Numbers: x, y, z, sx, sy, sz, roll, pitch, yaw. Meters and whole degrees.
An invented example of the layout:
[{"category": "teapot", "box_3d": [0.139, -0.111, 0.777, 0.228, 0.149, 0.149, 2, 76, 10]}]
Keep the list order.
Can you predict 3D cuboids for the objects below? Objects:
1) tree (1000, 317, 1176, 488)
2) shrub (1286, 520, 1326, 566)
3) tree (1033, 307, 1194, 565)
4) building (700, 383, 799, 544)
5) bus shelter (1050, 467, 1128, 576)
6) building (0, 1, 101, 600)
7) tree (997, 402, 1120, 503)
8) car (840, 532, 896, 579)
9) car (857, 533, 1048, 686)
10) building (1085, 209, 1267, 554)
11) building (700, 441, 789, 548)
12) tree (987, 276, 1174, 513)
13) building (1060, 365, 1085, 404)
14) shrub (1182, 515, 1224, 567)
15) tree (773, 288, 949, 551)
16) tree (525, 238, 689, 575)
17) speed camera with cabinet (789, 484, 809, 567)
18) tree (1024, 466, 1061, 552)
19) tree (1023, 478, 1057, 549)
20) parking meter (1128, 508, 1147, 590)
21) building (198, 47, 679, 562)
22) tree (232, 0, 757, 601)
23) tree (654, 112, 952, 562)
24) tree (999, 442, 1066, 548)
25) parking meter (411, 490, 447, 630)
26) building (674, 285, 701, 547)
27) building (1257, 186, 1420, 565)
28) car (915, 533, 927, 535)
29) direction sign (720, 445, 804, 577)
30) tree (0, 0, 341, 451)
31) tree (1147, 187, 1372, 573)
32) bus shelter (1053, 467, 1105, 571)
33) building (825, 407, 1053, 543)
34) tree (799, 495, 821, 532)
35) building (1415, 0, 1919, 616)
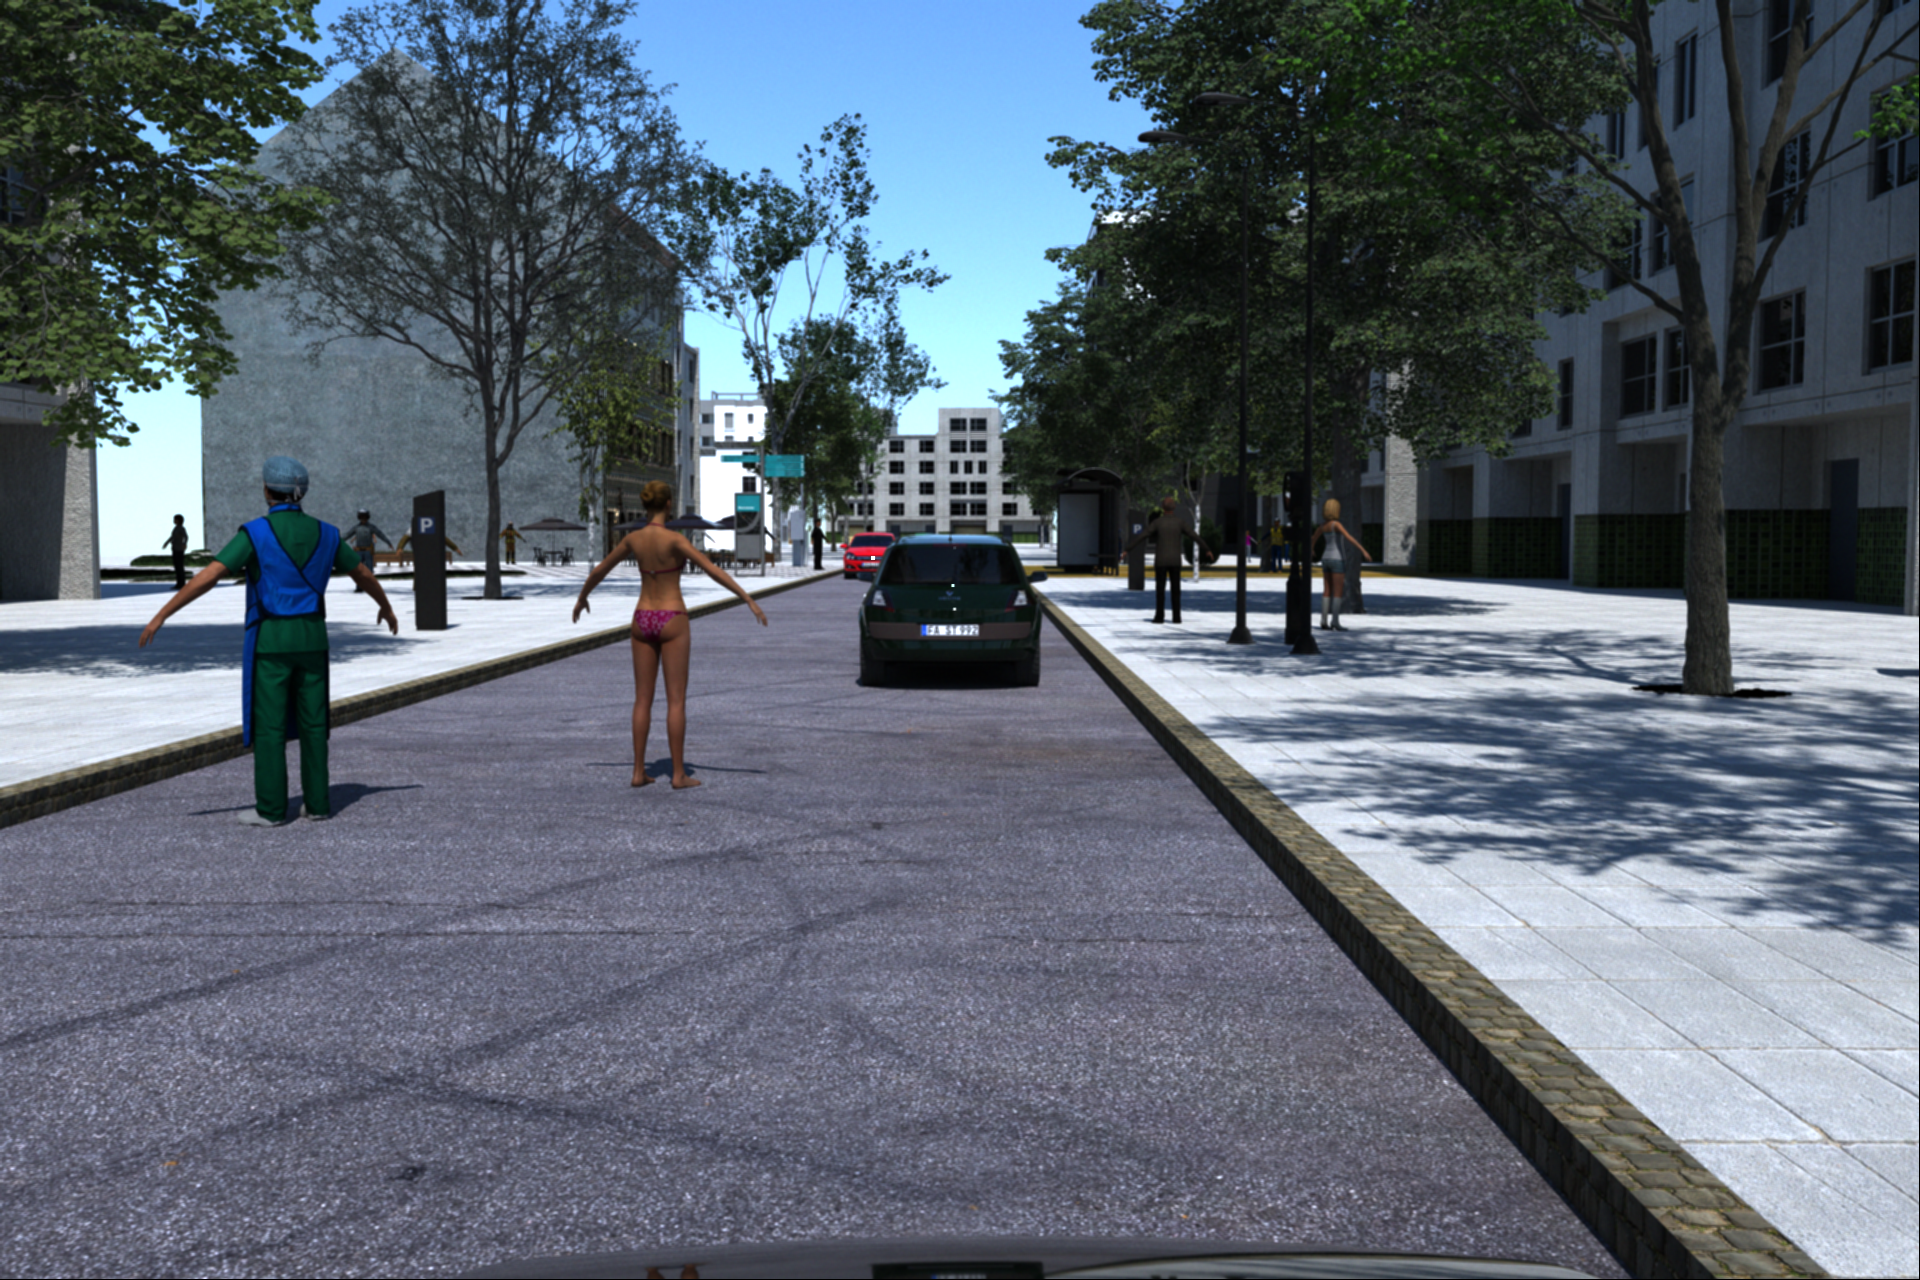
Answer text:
[{"category": "tree", "box_3d": [7.267, -11.270, 94.636, 12.009, 13.543, 11.850, 0, 3, 0]}, {"category": "shrub", "box_3d": [14.065, -4.035, 70.387, 1.690, 2.028, 1.600, 0, 3, 0]}, {"category": "tree", "box_3d": [6.811, -8.406, 71.844, 8.767, 10.594, 7.601, 1, 4, 20]}, {"category": "building", "box_3d": [-26.451, -22.074, 217.333, 16.016, 20.090, 11.380, 0, 4, 0]}, {"category": "bus shelter", "box_3d": [4.061, -3.755, 55.324, 2.014, 3.302, 5.546, 0, 4, -1]}, {"category": "building", "box_3d": [-25.328, -9.257, 17.809, 16.747, 18.905, 31.486, 0, 4, 0]}, {"category": "tree", "box_3d": [6.341, -10.482, 105.787, 8.767, 10.594, 7.601, 0, 4, 6]}, {"category": "car", "box_3d": [-2.803, -2.903, 56.497, 2.155, 1.783, 4.494, 0, 3, 0]}, {"category": "car", "box_3d": [-0.083, -0.486, 17.735, 2.009, 1.686, 4.222, 0, 4, 0]}, {"category": "building", "box_3d": [22.833, -17.207, 125.303, 27.936, 21.610, 32.646, 0, 4, 1]}, {"category": "building", "box_3d": [-21.312, -13.987, 170.840, 9.099, 9.664, 28.070, 0, 4, 1]}, {"category": "tree", "box_3d": [6.444, -10.812, 83.438, 9.857, 13.997, 8.962, 0, 3, 0]}, {"category": "building", "box_3d": [26.126, -22.614, 213.716, 27.936, 21.610, 32.646, 0, 4, 0]}, {"category": "shrub", "box_3d": [9.357, -3.836, 66.767, 1.661, 2.075, 1.752, 0, 3, 0]}, {"category": "tree", "box_3d": [-7.635, -16.968, 133.308, 12.611, 20.169, 13.585, 0, 3, 0]}, {"category": "tree", "box_3d": [-9.239, -5.742, 44.245, 4.737, 8.622, 4.395, 0, 3, 0]}, {"category": "speed camera with cabinet", "box_3d": [-6.371, -4.541, 68.580, 0.660, 3.252, 2.038, 0, 3, 0]}, {"category": "tree", "box_3d": [6.508, -10.546, 122.784, 4.360, 8.622, 3.978, 0, 3, 0]}, {"category": "tree", "box_3d": [7.263, -12.096, 148.128, 4.737, 8.622, 4.395, 0, 3, 0]}, {"category": "parking meter", "box_3d": [4.041, -2.063, 39.435, 0.399, 1.863, 0.255, 0, 4, 1]}, {"category": "building", "box_3d": [-25.284, -15.708, 87.756, 19.493, 23.208, 18.063, 0, 4, 1]}, {"category": "tree", "box_3d": [-9.026, -7.537, 33.598, 12.009, 13.543, 11.850, 0, 3, 0]}, {"category": "tree", "box_3d": [-7.147, -13.561, 77.617, 12.611, 20.169, 13.585, 0, 3, 0]}, {"category": "tree", "box_3d": [7.621, -14.168, 157.404, 9.928, 11.665, 9.643, 0, 3, 0]}, {"category": "parking meter", "box_3d": [-7.085, -1.064, 23.111, 0.399, 1.863, 0.255, 0, 4, 1]}, {"category": "building", "box_3d": [-28.311, -15.331, 117.118, 16.747, 18.905, 31.486, 0, 3, 0]}, {"category": "building", "box_3d": [25.931, -13.457, 86.484, 16.747, 18.905, 31.486, 0, 4, 0]}, {"category": "car", "box_3d": [-2.249, -6.185, 109.915, 1.959, 1.807, 4.718, 0, 4, 0]}, {"category": "direction sign", "box_3d": [-5.922, -3.912, 52.722, 2.525, 3.948, 1.411, 0, 4, 2]}, {"category": "tree", "box_3d": [-9.555, -5.915, 14.833, 7.486, 12.596, 7.792, 0, 3, 0]}, {"category": "tree", "box_3d": [10.056, -8.536, 57.683, 7.486, 12.596, 7.792, 0, 3, 0]}, {"category": "bus shelter", "box_3d": [4.383, -4.441, 63.899, 1.731, 3.624, 6.357, 0, 4, 1]}, {"category": "building", "box_3d": [-2.491, -23.220, 248.556, 31.486, 18.905, 16.747, 0, 4, 4]}, {"category": "tree", "box_3d": [-21.411, -18.082, 245.997, 4.737, 8.622, 4.395, 0, 3, 0]}, {"category": "building", "box_3d": [23.477, -10.735, 41.972, 16.747, 18.905, 31.486, 0, 4, 1]}]
